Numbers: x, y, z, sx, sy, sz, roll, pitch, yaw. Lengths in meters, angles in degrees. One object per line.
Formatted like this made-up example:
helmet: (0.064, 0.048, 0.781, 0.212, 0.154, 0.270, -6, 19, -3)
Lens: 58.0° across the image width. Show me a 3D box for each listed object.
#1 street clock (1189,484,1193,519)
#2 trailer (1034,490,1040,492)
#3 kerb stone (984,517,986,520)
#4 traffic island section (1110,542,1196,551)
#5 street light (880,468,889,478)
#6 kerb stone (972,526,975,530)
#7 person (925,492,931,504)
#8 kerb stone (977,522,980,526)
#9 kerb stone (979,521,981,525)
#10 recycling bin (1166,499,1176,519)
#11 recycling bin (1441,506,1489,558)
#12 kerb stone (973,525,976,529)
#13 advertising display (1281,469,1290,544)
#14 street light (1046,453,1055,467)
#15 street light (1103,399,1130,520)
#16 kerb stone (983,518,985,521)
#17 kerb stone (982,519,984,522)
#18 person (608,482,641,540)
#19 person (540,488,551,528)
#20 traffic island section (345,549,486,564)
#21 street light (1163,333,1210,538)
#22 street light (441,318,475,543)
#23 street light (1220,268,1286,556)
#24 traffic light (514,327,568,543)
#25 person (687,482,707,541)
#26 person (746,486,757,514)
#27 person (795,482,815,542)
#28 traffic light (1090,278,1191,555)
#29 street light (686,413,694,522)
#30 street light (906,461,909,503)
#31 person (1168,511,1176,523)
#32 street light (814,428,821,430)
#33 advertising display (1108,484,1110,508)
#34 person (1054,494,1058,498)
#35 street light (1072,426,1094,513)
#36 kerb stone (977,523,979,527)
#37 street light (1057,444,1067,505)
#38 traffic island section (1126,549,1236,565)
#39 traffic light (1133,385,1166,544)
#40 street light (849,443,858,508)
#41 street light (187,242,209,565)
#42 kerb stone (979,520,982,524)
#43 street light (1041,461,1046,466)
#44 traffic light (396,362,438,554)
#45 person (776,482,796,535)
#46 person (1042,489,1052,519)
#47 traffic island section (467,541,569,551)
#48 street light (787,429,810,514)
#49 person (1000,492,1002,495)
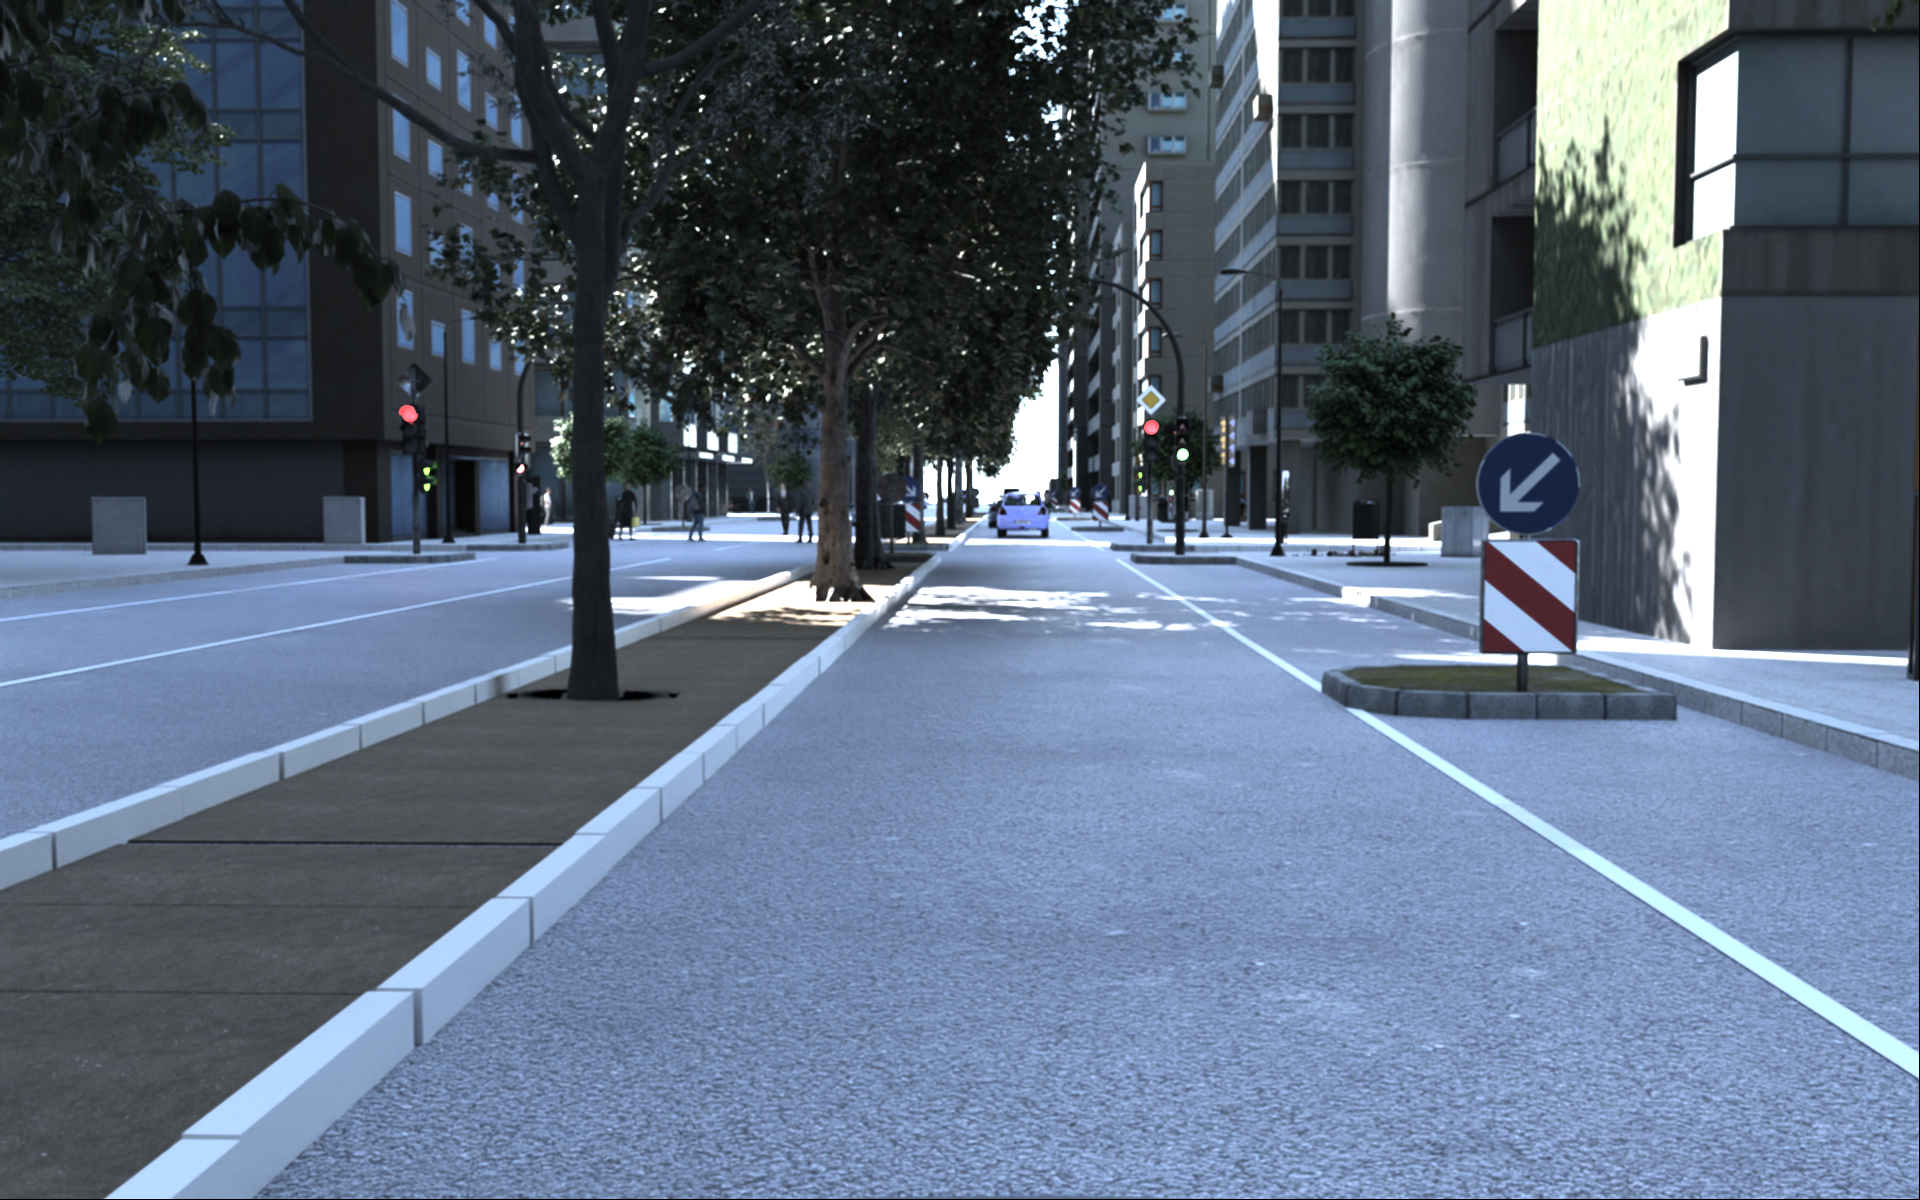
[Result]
street clock: (11.669, -5.124, 88.355, 0.471, 2.002, 0.358, 1, 4, 9)
trailer: (12.066, -16.161, 271.281, 1.471, 1.999, 3.904, 0, 4, 3)
kerb stone: (1.106, -3.996, 87.527, 0.120, 0.150, 1.000, 0, 4, 2)
traffic island section: (4.912, -1.366, 44.617, 2.009, 0.180, 2.903, 0, 4, 2)
street light: (-8.244, -13.346, 190.749, 1.470, 5.913, 1.316, 0, 4, 2)
kerb stone: (0.379, -2.553, 63.960, 0.120, 0.150, 1.000, 0, 4, 2)
person: (-4.387, -14.023, 238.326, 0.990, 1.755, 0.434, -1, 4, -17)
kerb stone: (0.638, -3.048, 72.164, 0.120, 0.150, 1.000, 0, 4, 2)
kerb stone: (0.725, -3.244, 75.240, 0.120, 0.150, 1.000, 0, 4, 2)
recycling bin: (10.092, -4.319, 83.164, 0.722, 1.027, 0.722, -1, 4, -8)
recycling bin: (10.345, -1.401, 35.466, 0.722, 1.027, 0.722, -3, 5, -43)
kerb stone: (0.417, -2.617, 64.989, 0.120, 0.150, 1.000, 0, 4, 2)
advertising display: (8.374, -2.425, 44.857, 0.123, 1.923, 0.974, 1, 4, 23)
street light: (11.453, -14.527, 210.059, 1.470, 5.913, 1.316, 0, 4, 2)
street light: (7.636, -6.844, 84.443, 1.470, 5.913, 1.316, 0, 4, 2)
kerb stone: (1.014, -3.807, 84.447, 0.120, 0.150, 1.000, 0, 4, 2)
kerb stone: (0.950, -3.679, 82.404, 0.120, 0.150, 1.000, 0, 4, 2)
person: (-10.551, -2.764, 53.915, 0.699, 1.804, 1.509, -3, 5, -39)
person: (-15.642, -3.487, 65.657, 0.503, 1.515, 0.523, 3, 5, 41)
traffic island section: (-11.668, -0.909, 37.144, 2.009, 0.180, 2.903, 0, 4, 2)
street light: (6.541, -4.743, 50.096, 1.470, 5.913, 1.316, 0, 4, 2)
street light: (-12.854, -4.441, 45.159, 1.470, 5.913, 1.316, 0, 4, 2)
street light: (6.056, -3.869, 35.797, 1.470, 5.913, 1.316, 0, 4, 2)
traffic light: (-9.288, -4.299, 44.960, 4.771, 5.953, 1.251, 0, 4, 2)
person: (-7.896, -2.666, 52.442, 0.721, 1.781, 0.623, -3, 5, -40)
person: (-13.599, -6.519, 112.980, 0.623, 1.781, 0.721, -2, 4, -28)
person: (-4.631, -2.615, 51.424, 0.590, 1.801, 0.661, 3, 5, 43)
traffic light: (2.532, -3.778, 36.446, 4.771, 5.953, 1.251, 0, 4, 2)
street light: (-11.899, -6.541, 79.479, 1.470, 5.913, 1.316, 0, 4, 2)
street light: (-6.841, -16.308, 239.172, 1.470, 5.913, 1.316, 0, 4, 2)
person: (9.396, -4.062, 76.729, 0.394, 1.301, 0.425, 1, 4, 15)
street light: (-10.454, -9.117, 121.600, 1.470, 5.913, 1.316, 0, 4, 2)
advertising display: (10.008, -6.807, 116.514, 0.123, 1.923, 0.974, 0, 4, 5)
person: (12.314, -13.304, 224.085, 0.617, 1.759, 0.750, 1, 4, 10)
street light: (8.610, -8.943, 118.754, 1.470, 5.913, 1.316, 0, 4, 2)
kerb stone: (0.599, -2.992, 71.134, 0.120, 0.150, 1.000, 0, 4, 2)
street light: (9.912, -11.574, 161.783, 1.470, 5.913, 1.316, 0, 4, 2)
traffic island section: (4.665, -0.878, 36.635, 2.009, 0.180, 2.903, 0, 4, 2)
traffic light: (4.872, -3.400, 44.504, 0.839, 4.253, 0.868, 0, 4, 2)
street light: (-9.354, -11.248, 156.441, 1.470, 5.913, 1.316, 0, 4, 2)
street light: (-13.285, -3.589, 31.223, 1.470, 5.913, 1.316, 0, 4, 2)
kerb stone: (0.794, -3.369, 77.282, 0.120, 0.150, 1.000, 0, 4, 2)
street light: (12.564, -16.625, 244.366, 1.470, 5.913, 1.316, 0, 4, 2)
traffic light: (-11.629, -2.941, 37.008, 0.839, 4.253, 0.868, 0, 4, 2)
person: (-6.114, -3.190, 60.431, 0.659, 1.850, 0.755, 0, 4, 6)
person: (5.109, -5.646, 101.404, 0.593, 1.750, 0.643, 0, 4, 6)
traffic island section: (-11.421, -1.397, 45.125, 2.009, 0.180, 2.903, 0, 4, 2)
street light: (-10.794, -8.655, 114.055, 1.470, 5.913, 1.316, 0, 4, 2)
person: (5.030, -12.518, 214.091, 0.530, 1.710, 0.541, 1, 4, 19)
